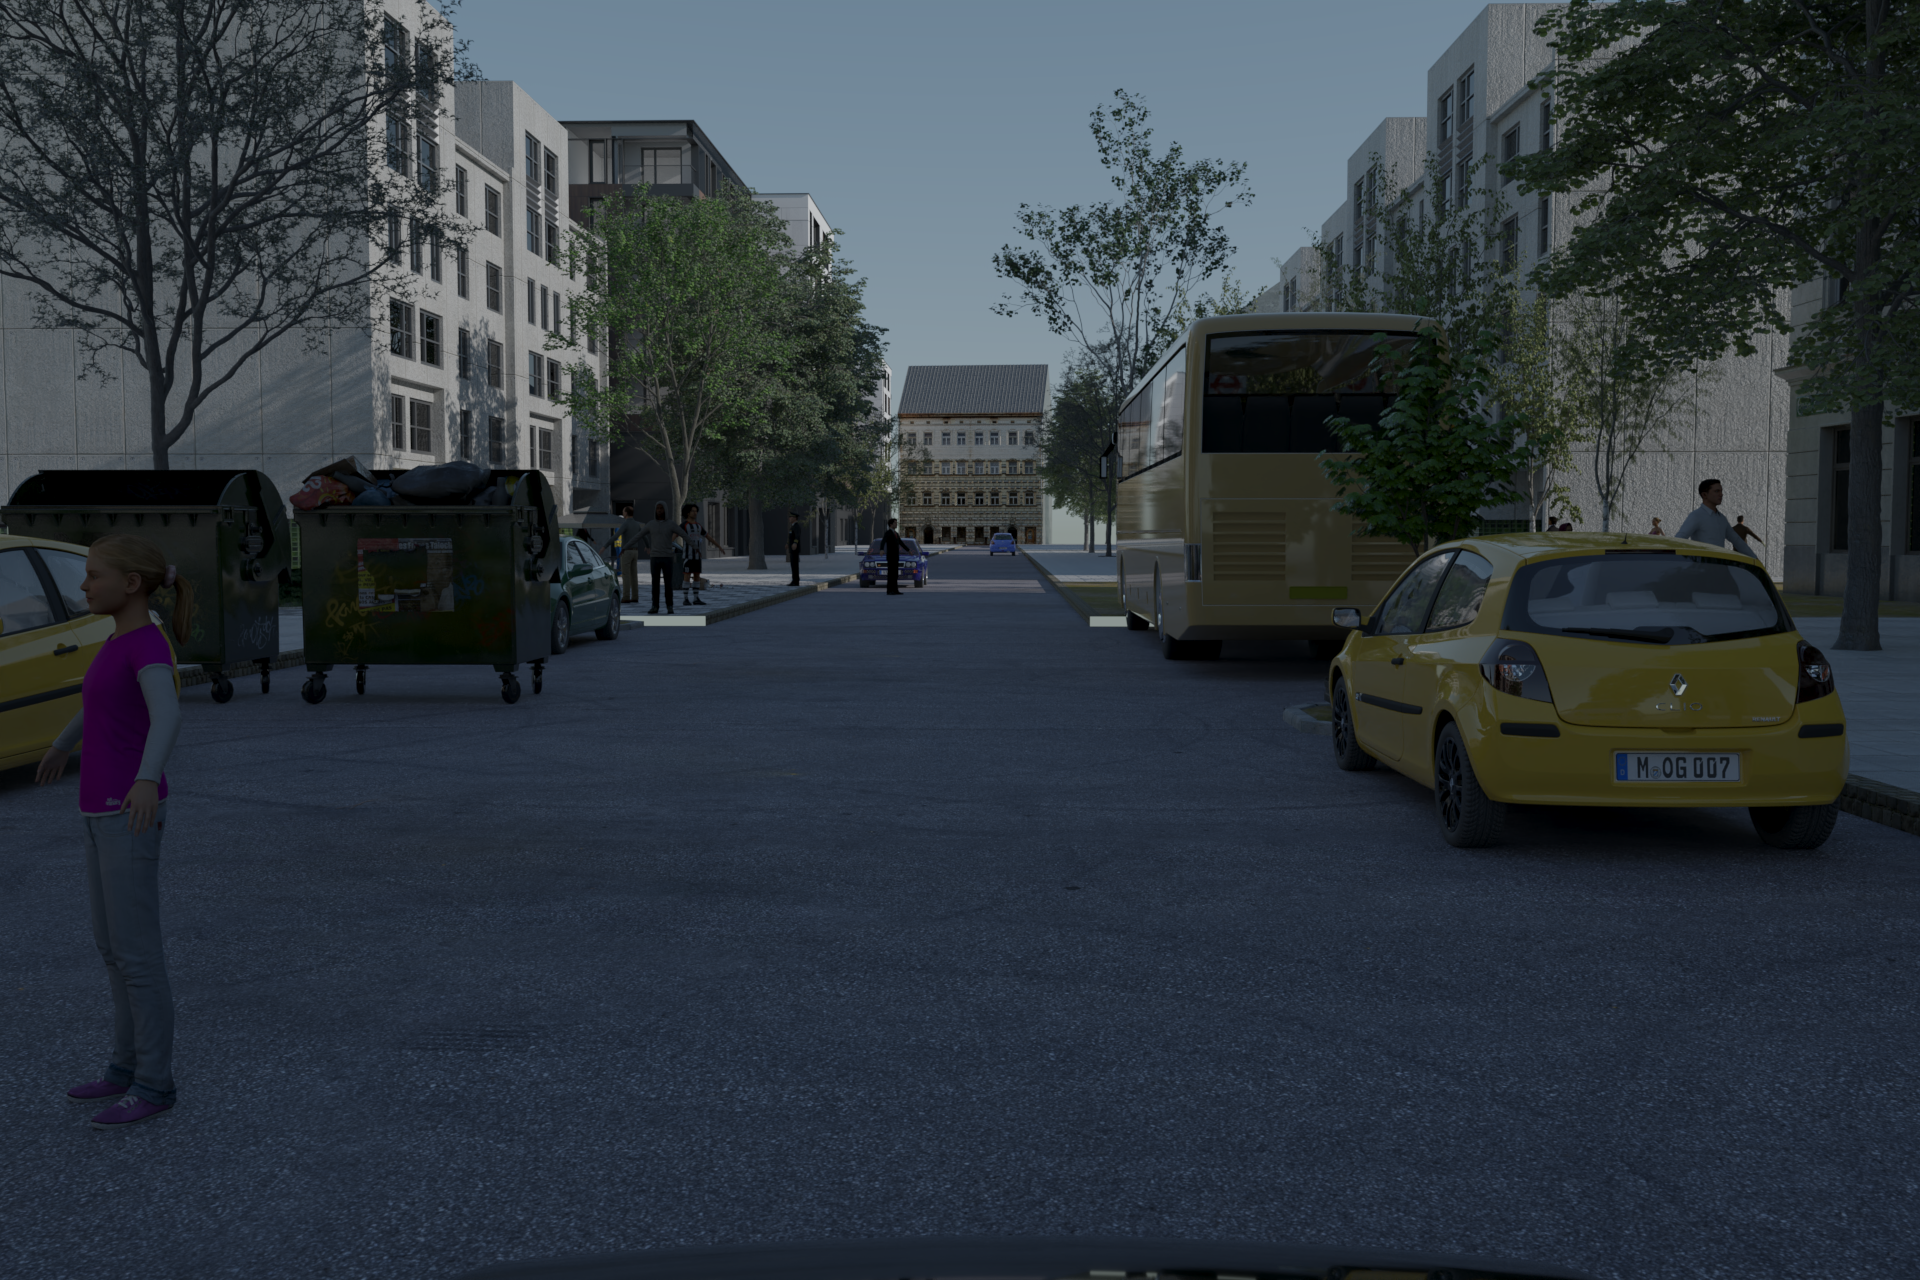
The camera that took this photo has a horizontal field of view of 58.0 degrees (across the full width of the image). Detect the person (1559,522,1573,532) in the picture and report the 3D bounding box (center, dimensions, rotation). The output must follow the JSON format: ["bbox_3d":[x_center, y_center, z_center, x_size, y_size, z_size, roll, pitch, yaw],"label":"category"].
[{"bbox_3d":[8.188,-0.862,23.302,0.989,1.438,0.599,-2,4,-32],"label":"person"}]

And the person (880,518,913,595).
[{"bbox_3d":[-1.553,-1.965,40.767,0.705,1.806,1.347,2,4,30],"label":"person"}]

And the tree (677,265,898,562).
[{"bbox_3d":[-7.712,-10.503,78.379,9.857,13.997,8.962,0,3,0],"label":"tree"}]

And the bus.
[{"bbox_3d":[3.582,-1.896,22.550,2.896,3.916,12.252,0,4,2],"label":"bus"}]

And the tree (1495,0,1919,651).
[{"bbox_3d":[10.037,-6.187,19.281,7.486,12.596,7.792,0,3,0],"label":"tree"}]

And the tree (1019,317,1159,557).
[{"bbox_3d":[8.551,-11.448,97.552,12.009,13.543,11.850,0,3,0],"label":"tree"}]

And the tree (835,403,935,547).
[{"bbox_3d":[-6.315,-11.612,124.265,8.767,10.594,7.601,-2,4,-25],"label":"tree"}]

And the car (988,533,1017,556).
[{"bbox_3d":[2.815,-6.424,114.623,1.945,1.707,3.694,0,4,1],"label":"car"}]

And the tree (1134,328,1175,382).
[{"bbox_3d":[7.585,-6.890,63.018,4.360,8.622,3.978,0,3,0],"label":"tree"}]

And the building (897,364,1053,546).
[{"bbox_3d":[2.329,-23.863,223.548,18.063,23.208,19.493,0,4,7],"label":"building"}]

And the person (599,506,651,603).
[{"bbox_3d":[-6.173,-1.586,32.208,0.705,1.796,1.348,2,4,31],"label":"person"}]

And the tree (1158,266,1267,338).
[{"bbox_3d":[7.105,-6.013,48.668,4.737,8.622,4.395,0,3,0],"label":"tree"}]

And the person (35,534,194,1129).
[{"bbox_3d":[-2.117,0.456,4.267,0.599,1.433,0.991,-3,4,-39],"label":"person"}]

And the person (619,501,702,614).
[{"bbox_3d":[-4.804,-1.329,27.853,1.348,1.813,0.705,0,4,3],"label":"person"}]

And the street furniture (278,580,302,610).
[{"bbox_3d":[-11.736,-1.067,33.077,5.734,0.657,10.072,-2,4,-26],"label":"street furniture"}]

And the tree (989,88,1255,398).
[{"bbox_3d":[6.941,-13.506,76.717,12.611,20.169,13.585,0,3,0],"label":"tree"}]

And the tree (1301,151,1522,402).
[{"bbox_3d":[8.633,-5.027,32.546,4.737,8.622,4.395,0,3,0],"label":"tree"}]

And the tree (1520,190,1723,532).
[{"bbox_3d":[14.004,-5.365,38.081,4.360,8.622,3.978,0,3,0],"label":"tree"}]

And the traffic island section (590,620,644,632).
[{"bbox_3d":[-5.895,-0.212,26.337,1.991,0.108,1.994,0,4,2],"label":"traffic island section"}]

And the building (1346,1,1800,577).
[{"bbox_3d":[26.185,-12.224,66.313,16.747,18.905,31.486,0,4,2],"label":"building"}]

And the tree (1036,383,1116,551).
[{"bbox_3d":[9.140,-12.953,129.904,7.486,12.596,7.792,0,3,0],"label":"tree"}]

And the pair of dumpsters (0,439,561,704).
[{"bbox_3d":[-5.814,-0.615,15.004,4.436,2.255,1.574,0,4,2],"label":"pair of dumpsters"}]

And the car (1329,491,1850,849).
[{"bbox_3d":[3.115,0.056,9.316,2.015,1.641,3.980,0,4,1],"label":"car"}]

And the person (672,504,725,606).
[{"bbox_3d":[-4.808,-1.530,31.154,0.704,1.843,1.345,3,5,43],"label":"person"}]

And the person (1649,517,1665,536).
[{"bbox_3d":[18.611,-2.432,46.560,0.721,1.733,1.217,-1,4,-13],"label":"person"}]

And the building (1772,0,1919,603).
[{"bbox_3d":[25.259,-14.603,15.182,17.030,29.872,44.131,0,4,1],"label":"building"}]

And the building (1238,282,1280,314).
[{"bbox_3d":[28.378,-19.396,148.049,19.493,23.208,18.063,0,4,2],"label":"building"}]

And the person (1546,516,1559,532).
[{"bbox_3d":[15.094,-2.305,44.408,1.216,1.740,0.721,-2,4,-34],"label":"person"}]

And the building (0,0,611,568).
[{"bbox_3d":[-25.759,-12.336,68.146,16.747,18.905,31.486,0,4,2],"label":"building"}]

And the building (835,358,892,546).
[{"bbox_3d":[-22.973,-21.749,199.563,27.936,21.610,32.646,0,4,2],"label":"building"}]

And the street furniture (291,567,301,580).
[{"bbox_3d":[-14.441,-1.835,45.621,5.734,0.657,10.072,0,4,7],"label":"street furniture"}]

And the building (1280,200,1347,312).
[{"bbox_3d":[29.037,-14.242,99.314,16.747,18.905,31.486,0,4,2],"label":"building"}]

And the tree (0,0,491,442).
[{"bbox_3d":[-11.735,-7.038,25.440,12.009,13.543,11.850,0,3,0],"label":"tree"}]

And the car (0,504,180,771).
[{"bbox_3d":[-5.928,0.043,9.513,2.015,1.641,3.980,0,4,1],"label":"car"}]

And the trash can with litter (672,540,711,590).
[{"bbox_3d":[-6.247,-1.736,39.775,1.055,1.170,0.624,0,4,2],"label":"trash can with litter"}]

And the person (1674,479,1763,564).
[{"bbox_3d":[7.215,-0.641,16.634,1.344,1.810,0.704,-2,4,-29],"label":"person"}]

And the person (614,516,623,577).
[{"bbox_3d":[-10.126,-2.805,51.824,0.705,1.833,1.349,0,4,4],"label":"person"}]

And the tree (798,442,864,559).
[{"bbox_3d":[-6.967,-8.515,89.586,4.360,8.622,3.978,0,3,0],"label":"tree"}]

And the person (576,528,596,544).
[{"bbox_3d":[-13.438,-3.410,61.947,0.705,1.806,1.347,1,4,18],"label":"person"}]

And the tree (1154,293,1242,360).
[{"bbox_3d":[7.753,-6.344,54.089,4.737,8.622,4.395,0,3,0],"label":"tree"}]

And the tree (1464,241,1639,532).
[{"bbox_3d":[14.731,-5.709,43.705,4.737,8.622,4.395,0,3,0],"label":"tree"}]

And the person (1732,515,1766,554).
[{"bbox_3d":[21.976,-2.608,48.786,1.346,1.812,0.704,3,5,43],"label":"person"}]

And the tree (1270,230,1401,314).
[{"bbox_3d":[9.302,-5.629,42.400,4.360,8.622,3.978,0,3,0],"label":"tree"}]

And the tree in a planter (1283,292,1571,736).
[{"bbox_3d":[3.472,-0.957,12.865,1.991,3.239,1.994,0,4,2],"label":"tree in a planter"}]

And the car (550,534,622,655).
[{"bbox_3d":[-5.602,-0.632,22.130,2.131,1.459,4.920,0,4,1],"label":"car"}]

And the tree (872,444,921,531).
[{"bbox_3d":[-5.714,-11.142,132.534,4.360,8.622,3.978,0,3,0],"label":"tree"}]

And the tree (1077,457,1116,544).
[{"bbox_3d":[18.923,-19.184,220.315,9.857,13.997,8.962,0,3,0],"label":"tree"}]

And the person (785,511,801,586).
[{"bbox_3d":[-4.108,-2.248,42.695,0.705,1.837,1.347,-1,4,-13],"label":"person"}]

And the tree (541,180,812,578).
[{"bbox_3d":[-8.198,-7.622,50.381,9.928,11.665,9.643,0,3,0],"label":"tree"}]

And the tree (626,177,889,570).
[{"bbox_3d":[-7.351,-9.517,62.252,9.857,13.997,8.962,0,3,0],"label":"tree"}]

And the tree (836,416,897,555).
[{"bbox_3d":[-6.127,-9.509,105.834,4.737,8.622,4.395,0,3,0],"label":"tree"}]

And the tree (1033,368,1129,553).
[{"bbox_3d":[8.838,-12.277,118.850,7.486,12.596,7.792,0,3,0],"label":"tree"}]

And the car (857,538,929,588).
[{"bbox_3d":[-1.799,-2.130,47.406,1.945,1.354,3.894,0,4,1],"label":"car"}]

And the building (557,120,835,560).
[{"bbox_3d":[-23.051,-15.807,102.422,27.936,21.610,32.646,0,4,2],"label":"building"}]

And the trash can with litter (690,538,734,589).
[{"bbox_3d":[-6.182,-1.877,41.746,1.678,1.210,2.233,0,4,1],"label":"trash can with litter"}]
